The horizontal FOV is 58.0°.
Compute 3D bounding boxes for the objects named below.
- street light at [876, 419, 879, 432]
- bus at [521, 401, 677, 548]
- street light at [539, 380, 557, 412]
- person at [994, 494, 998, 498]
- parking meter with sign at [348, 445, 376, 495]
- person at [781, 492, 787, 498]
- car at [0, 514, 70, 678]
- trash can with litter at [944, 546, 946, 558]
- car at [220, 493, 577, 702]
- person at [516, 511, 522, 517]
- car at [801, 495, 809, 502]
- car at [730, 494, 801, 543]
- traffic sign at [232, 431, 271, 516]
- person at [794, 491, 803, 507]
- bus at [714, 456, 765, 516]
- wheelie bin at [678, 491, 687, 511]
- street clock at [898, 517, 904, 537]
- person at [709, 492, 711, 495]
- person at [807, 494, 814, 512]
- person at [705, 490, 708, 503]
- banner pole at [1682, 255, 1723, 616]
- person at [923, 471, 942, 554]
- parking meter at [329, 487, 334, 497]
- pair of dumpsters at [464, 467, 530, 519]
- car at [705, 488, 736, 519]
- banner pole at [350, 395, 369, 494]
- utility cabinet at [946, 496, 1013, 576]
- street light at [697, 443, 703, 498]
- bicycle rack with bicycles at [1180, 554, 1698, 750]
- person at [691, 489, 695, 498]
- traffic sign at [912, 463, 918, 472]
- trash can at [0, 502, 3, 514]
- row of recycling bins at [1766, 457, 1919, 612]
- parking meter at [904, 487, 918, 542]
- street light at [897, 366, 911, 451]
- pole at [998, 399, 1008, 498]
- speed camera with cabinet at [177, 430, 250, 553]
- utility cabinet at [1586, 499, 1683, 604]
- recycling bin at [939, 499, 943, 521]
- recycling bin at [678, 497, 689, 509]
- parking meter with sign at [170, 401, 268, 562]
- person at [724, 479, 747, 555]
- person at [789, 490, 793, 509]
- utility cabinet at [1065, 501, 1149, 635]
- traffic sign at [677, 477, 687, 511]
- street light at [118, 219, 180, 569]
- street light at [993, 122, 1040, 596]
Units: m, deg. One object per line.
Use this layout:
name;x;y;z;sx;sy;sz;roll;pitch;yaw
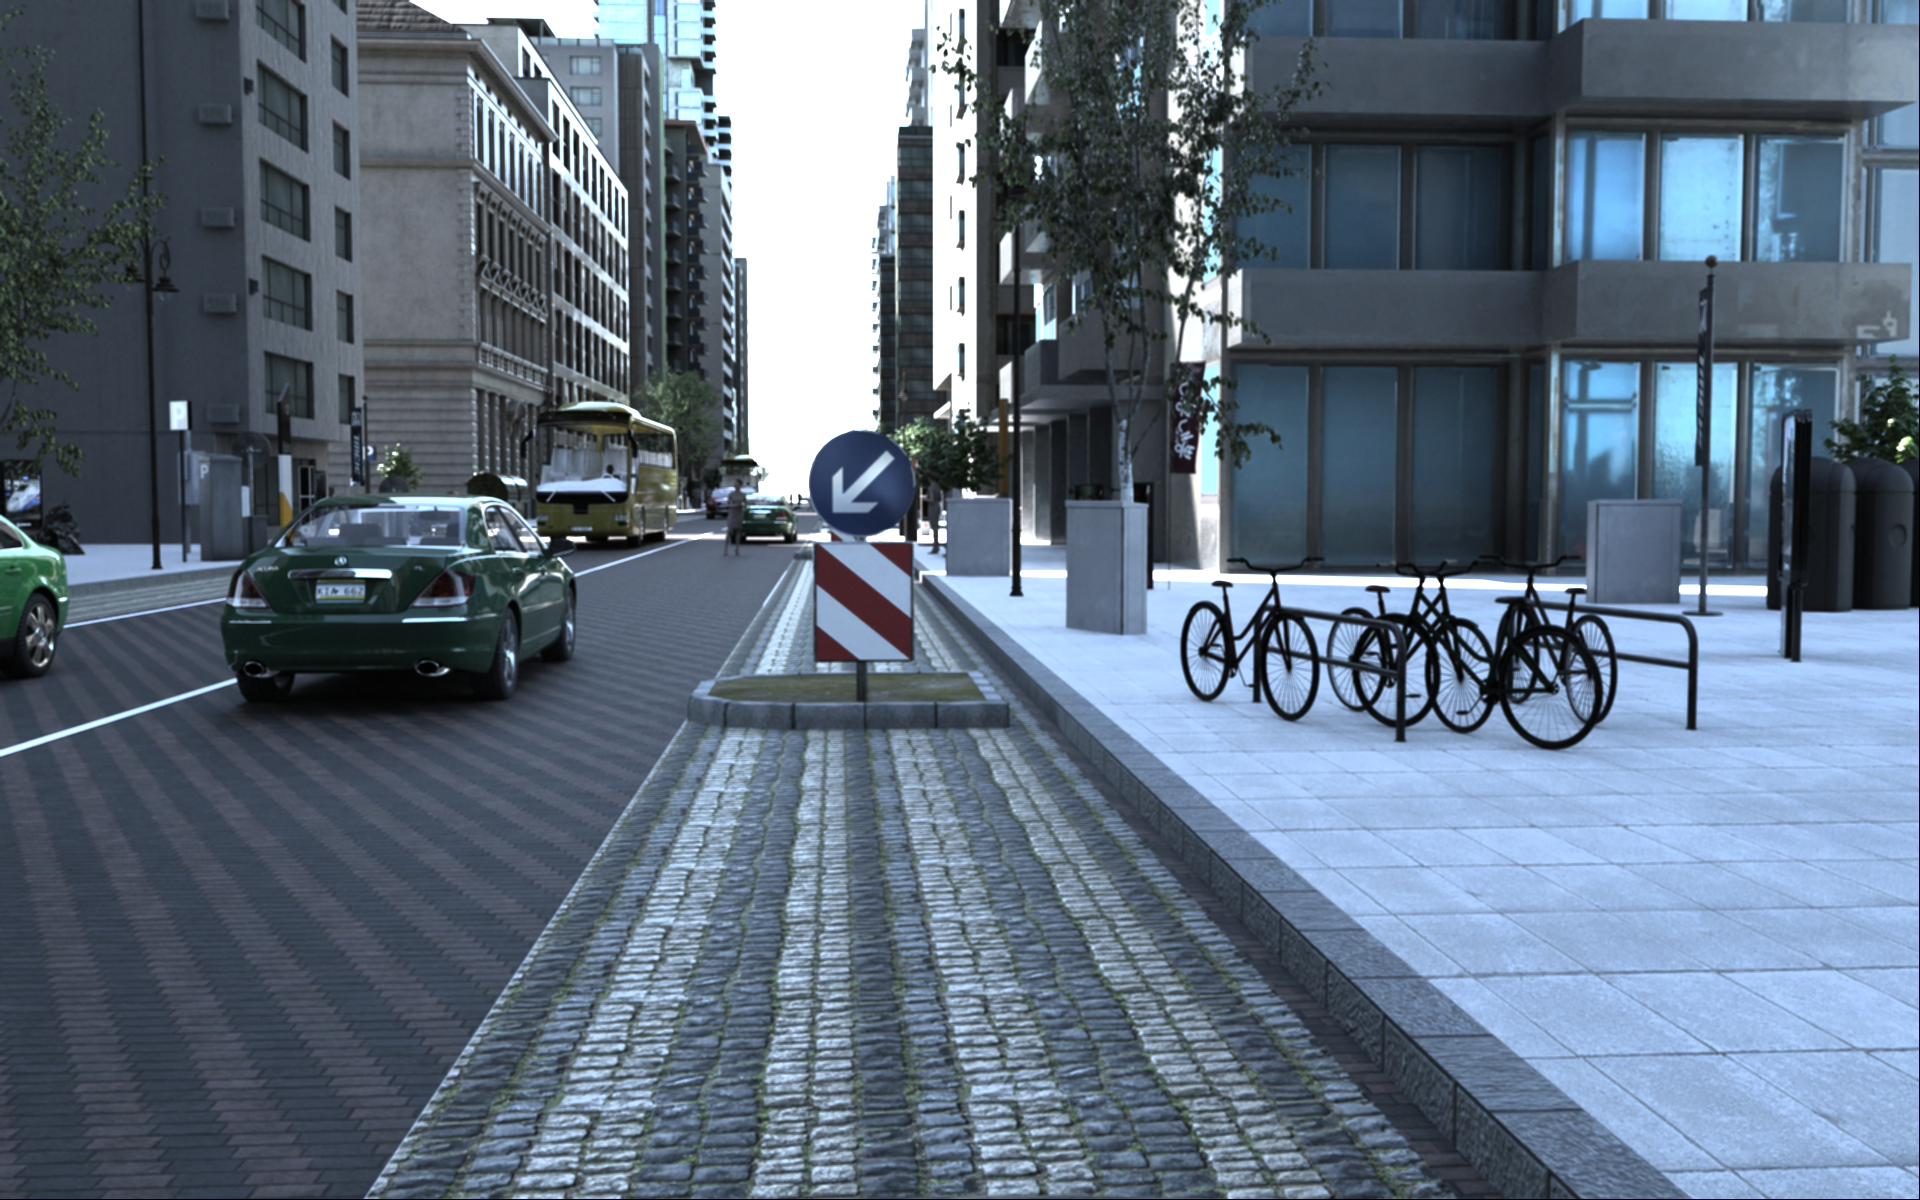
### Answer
street light;-4.999;-8.060;104.562;0.468;5.910;1.993;0;4;-4
bus;-9.957;-3.547;49.548;2.896;3.916;12.252;0;4;-4
street light;-16.661;-5.957;70.192;0.468;5.910;1.993;0;4;-4
person;1.254;-2.794;56.011;0.394;1.301;0.425;-2;4;-33
parking meter with sign;-21.275;-3.969;61.147;0.543;3.016;1.738;1;4;9
person;-21.337;-12.177;208.270;1.217;1.739;0.721;-3;4;-38
car;-7.953;-0.202;12.102;1.959;1.807;4.718;0;4;-5
trash can with litter;0.036;-1.349;33.441;0.624;1.170;1.055;1;4;9
car;-4.148;-0.100;13.431;2.131;1.459;4.920;0;4;-4
person;-5.001;-0.363;19.112;0.352;1.250;0.332;-1;4;-13
car;-26.779;-17.386;296.847;1.945;1.354;3.894;0;4;-6
car;-5.838;-2.445;51.767;2.131;1.459;4.920;0;4;-3
traffic sign;-14.347;-2.138;35.068;0.768;2.556;0.104;0;4;-4
person;-17.647;-11.078;189.713;1.348;1.812;0.705;3;4;36
bus;-14.335;-7.503;114.222;2.896;3.916;12.252;0;4;-4
wheelie bin;-21.462;-7.714;134.029;0.693;1.594;0.980;-1;4;-11
street clock;-1.757;-2.922;52.345;0.471;2.002;0.358;-1;4;-13
person;-26.951;-11.162;188.617;1.350;1.814;0.705;0;4;-1
person;-12.212;-8.114;141.263;0.778;1.811;0.616;3;4;37
person;-25.093;-10.107;172.109;0.721;1.723;1.217;0;4;8
banner pole;7.937;-1.742;18.502;0.401;3.779;0.863;1;4;13
person;-0.590;-1.877;37.072;0.374;1.781;0.599;2;4;23
parking meter;-22.658;-3.289;62.187;0.372;1.533;0.369;0;3;0
pair of dumpsters;-16.020;-3.512;59.920;1.574;2.255;4.437;0;4;-4
car;-13.588;-5.611;100.415;2.281;1.827;5.304;0;4;-5
banner pole;-15.241;-3.306;44.070;0.863;3.779;0.401;3;4;36
utility cabinet;0.303;-0.979;27.174;1.020;1.237;0.306;1;4;12
street light;-22.052;-10.628;146.560;0.468;5.910;1.993;0;4;-4
bicycle rack with bicycles;2.822;0.216;9.843;2.852;0.926;2.925;-1;4;-14
person;-26.118;-10.001;169.584;0.705;1.821;1.348;-1;4;-23
traffic sign;-1.106;-3.298;54.034;0.768;2.556;0.104;0;4;4
trash can;-17.640;-1.198;31.246;0.748;1.137;0.748;0;3;0
row of recycling bins;10.632;-0.773;19.748;3.534;1.692;1.069;-2;4;-28
parking meter;-1.314;-2.335;46.593;0.372;1.533;0.369;0;3;0
street light;-2.014;-5.495;62.626;0.468;5.910;1.993;0;4;-4
pole;0.932;-2.646;37.111;0.158;3.312;0.155;0;3;0
speed camera with cabinet;-15.960;-2.611;37.023;2.038;3.252;0.660;3;5;39
utility cabinet;7.911;-0.562;20.350;1.020;1.237;0.306;0;4;-3
recycling bin;-1.165;-4.231;81.737;0.722;1.027;0.722;0;4;-2
recycling bin;-22.759;-7.961;142.712;0.722;1.027;0.722;-2;4;-33
parking meter with sign;-14.158;-2.260;33.211;0.543;3.016;1.738;2;4;32
person;-5.295;-1.957;40.832;0.599;1.781;0.374;-1;4;-18
person;-15.600;-9.244;159.741;0.705;1.812;1.348;-1;4;-14
utility cabinet;1.371;-0.309;16.218;0.306;1.237;1.020;-2;4;-27
traffic sign;-21.165;-8.066;131.980;0.768;2.556;0.104;0;4;-2
street light;-13.738;-3.466;29.450;0.468;5.910;1.993;0;4;-4
street light;0.712;-2.988;21.638;0.468;5.910;1.993;0;4;-4
